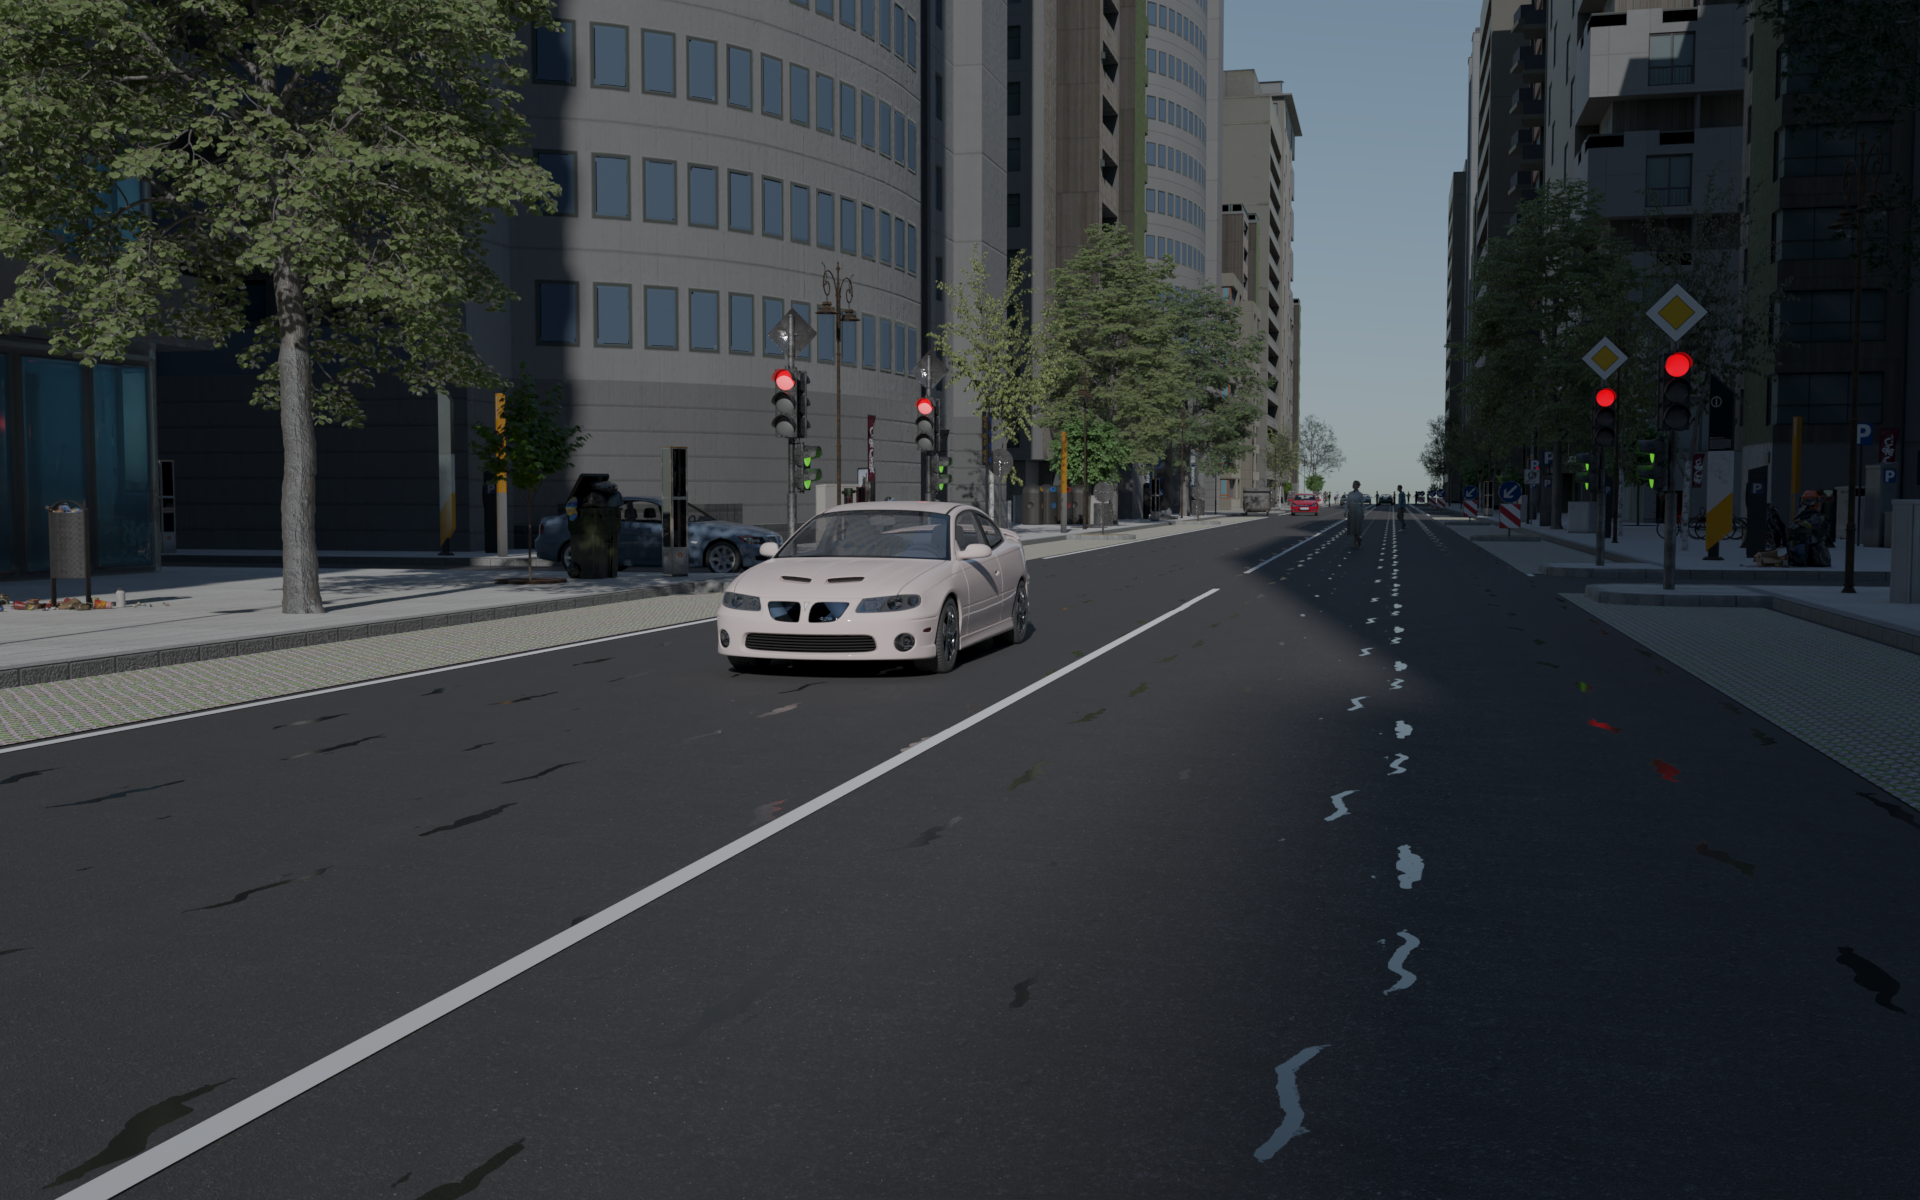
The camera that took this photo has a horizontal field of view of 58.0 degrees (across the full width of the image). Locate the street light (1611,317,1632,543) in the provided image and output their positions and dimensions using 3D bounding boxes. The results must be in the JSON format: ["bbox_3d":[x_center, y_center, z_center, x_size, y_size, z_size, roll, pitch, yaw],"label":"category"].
[{"bbox_3d":[17.187,-4.433,45.274,0.468,5.910,1.993,1,4,14],"label":"street light"}]

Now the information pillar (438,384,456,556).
[{"bbox_3d":[-10.675,-2.731,36.002,0.504,3.616,0.183,3,5,43],"label":"information pillar"}]

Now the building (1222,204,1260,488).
[{"bbox_3d":[22.149,-24.515,172.528,14.160,30.474,14.107,1,4,14],"label":"building"}]

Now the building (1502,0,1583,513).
[{"bbox_3d":[50.623,-28.603,122.276,22.147,44.769,28.867,1,4,14],"label":"building"}]

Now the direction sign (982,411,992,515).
[{"bbox_3d":[0.736,-3.410,47.752,0.379,3.537,0.876,1,4,17],"label":"direction sign"}]

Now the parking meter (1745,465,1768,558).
[{"bbox_3d":[15.994,-1.779,34.805,0.399,1.863,0.255,2,4,26],"label":"parking meter"}]

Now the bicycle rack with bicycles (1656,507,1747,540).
[{"bbox_3d":[21.428,-2.179,49.012,2.925,0.926,2.852,2,4,30],"label":"bicycle rack with bicycles"}]

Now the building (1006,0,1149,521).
[{"bbox_3d":[1.434,-19.261,86.620,14.160,30.474,14.107,1,4,14],"label":"building"}]

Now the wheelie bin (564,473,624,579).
[{"bbox_3d":[-5.544,-1.132,26.420,0.693,1.594,0.980,2,4,30],"label":"wheelie bin"}]

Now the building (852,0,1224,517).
[{"bbox_3d":[6.858,-35.568,123.533,21.231,58.520,28.212,1,4,14],"label":"building"}]

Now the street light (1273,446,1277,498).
[{"bbox_3d":[30.106,-11.783,165.436,0.468,5.910,1.993,1,4,14],"label":"street light"}]

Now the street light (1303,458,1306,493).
[{"bbox_3d":[43.373,-15.005,218.115,0.468,5.910,1.993,1,4,14],"label":"street light"}]

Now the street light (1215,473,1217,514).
[{"bbox_3d":[16.097,-8.326,108.914,0.468,5.910,1.993,1,4,14],"label":"street light"}]

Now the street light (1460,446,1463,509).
[{"bbox_3d":[43.132,-10.770,148.871,0.468,5.910,1.993,1,4,14],"label":"street light"}]

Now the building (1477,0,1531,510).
[{"bbox_3d":[55.441,-32.015,147.152,21.300,48.544,21.600,1,4,14],"label":"building"}]

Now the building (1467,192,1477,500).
[{"bbox_3d":[56.143,-24.110,165.895,14.160,30.474,14.107,1,4,14],"label":"building"}]

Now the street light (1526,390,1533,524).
[{"bbox_3d":[24.240,-6.174,73.738,0.468,5.910,1.993,1,4,14],"label":"street light"}]

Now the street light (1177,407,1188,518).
[{"bbox_3d":[11.692,-7.238,91.124,0.468,5.910,1.993,1,4,14],"label":"street light"}]

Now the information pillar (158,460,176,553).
[{"bbox_3d":[-17.215,-2.020,37.524,0.304,2.012,0.304,3,5,43],"label":"information pillar"}]

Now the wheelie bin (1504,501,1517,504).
[{"bbox_3d":[32.813,-5.824,103.134,0.980,1.594,0.693,-3,5,-44],"label":"wheelie bin"}]

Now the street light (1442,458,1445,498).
[{"bbox_3d":[55.602,-13.846,199.174,0.468,5.910,1.993,1,4,14],"label":"street light"}]

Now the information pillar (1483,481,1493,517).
[{"bbox_3d":[30.458,-5.849,100.130,0.304,2.012,0.304,2,4,29],"label":"information pillar"}]

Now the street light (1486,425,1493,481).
[{"bbox_3d":[31.374,-7.932,102.478,0.468,5.910,1.993,1,4,14],"label":"street light"}]

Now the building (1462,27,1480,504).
[{"bbox_3d":[74.660,-41.382,218.586,21.231,58.520,28.212,1,4,14],"label":"building"}]

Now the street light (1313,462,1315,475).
[{"bbox_3d":[50.447,-16.755,246.734,0.468,5.910,1.993,1,4,14],"label":"street light"}]

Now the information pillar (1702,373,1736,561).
[{"bbox_3d":[14.661,-2.572,33.413,0.183,3.616,0.504,-3,5,-41],"label":"information pillar"}]

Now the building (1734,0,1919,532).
[{"bbox_3d":[33.657,-17.504,57.886,14.160,30.474,14.107,1,4,14],"label":"building"}]

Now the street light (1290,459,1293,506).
[{"bbox_3d":[36.266,-13.271,189.763,0.468,5.910,1.993,1,4,14],"label":"street light"}]

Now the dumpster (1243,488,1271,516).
[{"bbox_3d":[19.669,-6.517,114.760,1.865,1.857,1.264,1,4,14],"label":"dumpster"}]

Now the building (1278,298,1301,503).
[{"bbox_3d":[41.102,-29.104,247.549,14.160,30.474,14.107,1,4,14],"label":"building"}]

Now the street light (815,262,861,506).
[{"bbox_3d":[-2.426,-3.782,34.623,0.468,5.910,1.993,1,4,14],"label":"street light"}]

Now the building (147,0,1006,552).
[{"bbox_3d":[-11.852,-31.151,51.319,21.231,58.520,28.212,1,4,14],"label":"building"}]

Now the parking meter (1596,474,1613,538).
[{"bbox_3d":[18.747,-2.731,50.371,0.399,1.863,0.255,-2,4,-23],"label":"parking meter"}]

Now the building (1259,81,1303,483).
[{"bbox_3d":[29.683,-39.087,228.313,28.713,52.752,27.495,1,4,14],"label":"building"}]

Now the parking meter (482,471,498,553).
[{"bbox_3d":[-10.137,-1.951,37.610,0.399,1.863,0.255,1,4,9],"label":"parking meter"}]

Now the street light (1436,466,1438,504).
[{"bbox_3d":[62.615,-15.558,227.153,0.468,5.910,1.993,1,4,14],"label":"street light"}]

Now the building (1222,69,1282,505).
[{"bbox_3d":[26.199,-35.473,203.687,21.300,48.544,21.600,1,4,14],"label":"building"}]

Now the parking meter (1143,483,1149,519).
[{"bbox_3d":[9.620,-5.126,89.523,0.255,1.863,0.399,-1,4,-9],"label":"parking meter"}]

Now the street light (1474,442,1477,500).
[{"bbox_3d":[35.885,-9.022,120.298,0.468,5.910,1.993,1,4,14],"label":"street light"}]

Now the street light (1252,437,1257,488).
[{"bbox_3d":[23.154,-10.045,137.019,0.468,5.910,1.993,1,4,14],"label":"street light"}]

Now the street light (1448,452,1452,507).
[{"bbox_3d":[50.131,-12.508,177.294,0.468,5.910,1.993,1,4,14],"label":"street light"}]

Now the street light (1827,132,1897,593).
[{"bbox_3d":[11.540,-3.029,22.308,0.468,5.910,1.993,1,4,14],"label":"street light"}]

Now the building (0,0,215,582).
[{"bbox_3d":[-27.777,-24.536,20.772,30.456,49.044,23.786,1,4,14],"label":"building"}]

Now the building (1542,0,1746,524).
[{"bbox_3d":[44.157,-30.342,85.334,28.713,52.752,27.495,1,4,14],"label":"building"}]

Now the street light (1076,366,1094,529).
[{"bbox_3d":[4.518,-5.494,62.620,0.468,5.910,1.993,1,4,14],"label":"street light"}]

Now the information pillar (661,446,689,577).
[{"bbox_3d":[-4.434,-1.373,26.935,0.304,2.012,0.304,-3,5,-40],"label":"information pillar"}]

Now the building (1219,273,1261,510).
[{"bbox_3d":[11.411,-18.830,152.904,27.650,21.520,28.899,1,4,14],"label":"building"}]

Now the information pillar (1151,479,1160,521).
[{"bbox_3d":[9.231,-4.734,81.900,0.304,2.012,0.304,3,5,45],"label":"information pillar"}]
